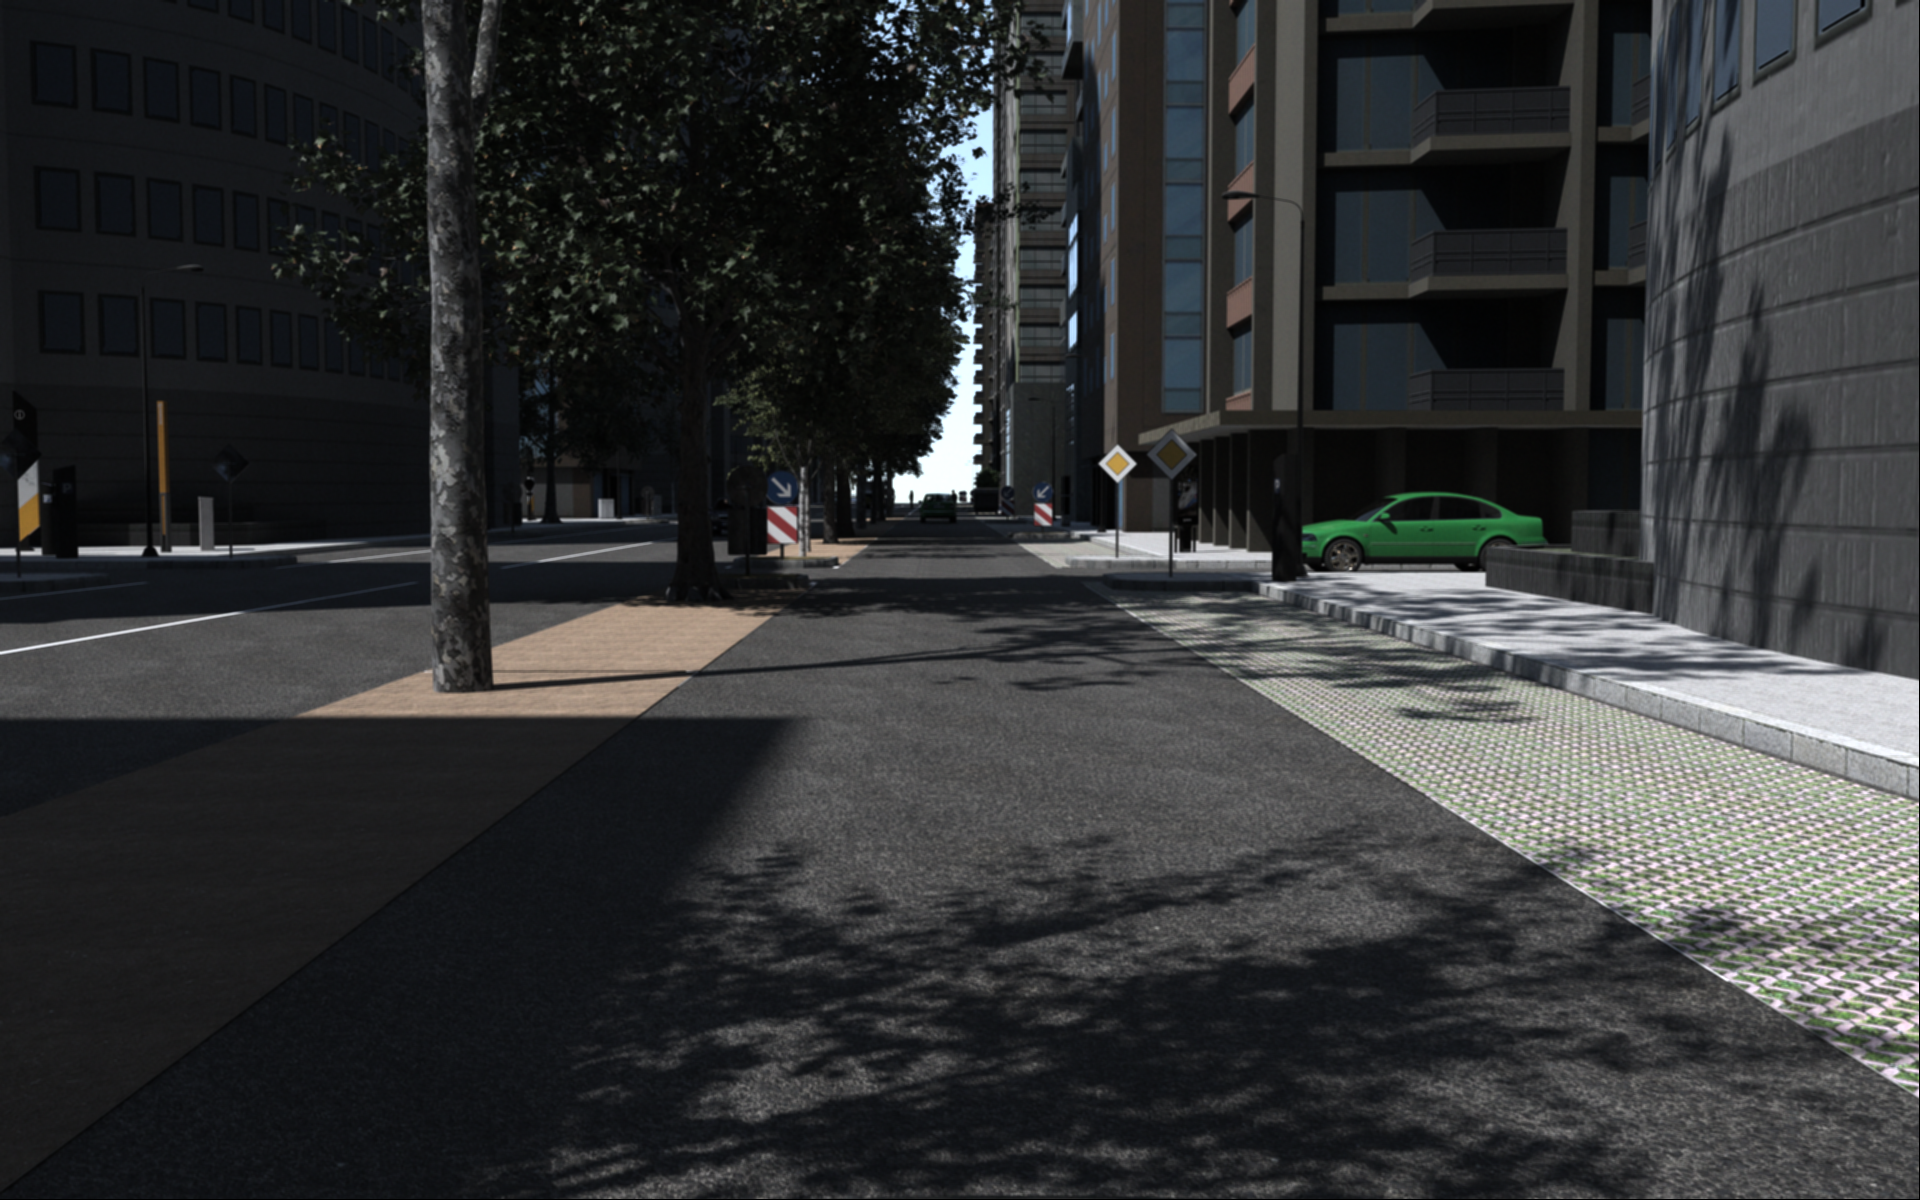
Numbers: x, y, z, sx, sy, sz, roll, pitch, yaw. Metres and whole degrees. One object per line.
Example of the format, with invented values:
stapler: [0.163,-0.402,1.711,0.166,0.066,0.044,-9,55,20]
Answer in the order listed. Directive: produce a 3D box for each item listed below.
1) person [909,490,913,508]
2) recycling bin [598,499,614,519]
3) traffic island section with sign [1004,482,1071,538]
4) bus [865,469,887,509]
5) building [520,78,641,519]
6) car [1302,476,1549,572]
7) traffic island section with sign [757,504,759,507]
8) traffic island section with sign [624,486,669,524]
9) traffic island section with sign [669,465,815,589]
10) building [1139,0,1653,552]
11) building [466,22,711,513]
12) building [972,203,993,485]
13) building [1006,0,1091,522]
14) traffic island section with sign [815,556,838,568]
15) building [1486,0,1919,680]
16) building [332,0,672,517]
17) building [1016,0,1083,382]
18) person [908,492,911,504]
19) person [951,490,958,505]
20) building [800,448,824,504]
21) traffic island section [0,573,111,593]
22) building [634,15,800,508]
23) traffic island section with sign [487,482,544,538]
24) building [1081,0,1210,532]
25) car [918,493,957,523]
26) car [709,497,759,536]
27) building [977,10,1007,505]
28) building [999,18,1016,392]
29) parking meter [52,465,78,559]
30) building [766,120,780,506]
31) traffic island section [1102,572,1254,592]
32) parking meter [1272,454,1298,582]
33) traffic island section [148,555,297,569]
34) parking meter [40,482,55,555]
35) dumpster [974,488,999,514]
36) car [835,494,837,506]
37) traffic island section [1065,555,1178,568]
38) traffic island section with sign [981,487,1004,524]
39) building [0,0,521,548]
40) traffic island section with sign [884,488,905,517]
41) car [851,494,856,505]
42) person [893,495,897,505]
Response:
person: [-4.873,-10.099,173.637,0.705,1.822,1.348,-1,4,-16]
recycling bin: [-18.213,-4.687,89.180,0.722,1.027,0.722,-1,4,-20]
traffic island section with sign: [2.561,-2.939,56.677,1.989,1.847,2.006,0,4,-1]
bus: [-8.492,-11.052,172.243,2.896,3.916,12.252,0,3,0]
building: [-26.004,-27.270,95.978,14.600,45.320,14.200,0,4,-1]
car: [8.077,-1.366,31.125,4.718,1.807,1.959,0,4,-1]
traffic island section with sign: [-15.899,-7.688,134.329,1.989,1.847,2.006,0,4,-1]
traffic island section with sign: [-15.240,-4.635,84.416,1.989,1.847,2.006,0,4,-1]
traffic island section with sign: [-3.381,-1.151,26.957,2.006,1.907,1.989,0,4,-1]
building: [19.630,-23.893,45.283,28.867,44.769,22.147,0,4,-1]
building: [-28.866,-37.229,150.686,21.231,58.520,28.212,0,4,-1]
building: [13.013,-36.694,254.568,22.147,44.769,28.867,0,4,-1]
building: [14.295,-47.708,92.690,22.319,86.520,31.000,0,4,-1]
traffic island section with sign: [-3.471,-1.604,34.364,2.006,1.907,1.989,0,4,-1]
building: [17.079,-28.711,11.422,21.231,58.520,28.212,0,4,-1]
building: [-28.627,-35.506,122.527,21.231,58.520,28.212,0,4,-1]
building: [10.836,-26.740,120.785,14.154,41.232,14.086,0,4,-1]
person: [-7.135,-14.886,251.960,0.705,1.814,1.350,-3,4,-36]
person: [-0.627,-7.669,134.411,0.750,1.759,0.617,-2,4,-33]
building: [-26.913,-35.018,256.135,14.154,41.232,14.086,0,4,-1]
traffic island section: [-14.459,-0.263,26.576,2.009,0.180,2.903,0,4,-1]
building: [-30.831,-40.621,206.157,21.231,58.520,28.212,0,4,-1]
traffic island section with sign: [-14.873,-2.976,57.284,1.989,1.847,2.006,0,4,-1]
building: [12.009,-25.276,63.371,14.600,45.320,14.200,0,4,-1]
car: [-1.114,-4.780,86.942,1.959,1.807,4.718,0,4,-2]
car: [-7.815,-2.910,60.162,1.945,1.354,3.894,0,4,-2]
building: [12.653,-48.368,229.062,20.563,71.187,20.611,0,4,-1]
building: [18.501,-35.624,171.690,28.713,52.752,27.495,0,4,-1]
parking meter: [-17.837,-1.761,34.506,0.255,1.863,0.399,3,5,44]
building: [-25.680,-29.894,172.367,14.154,41.232,14.086,0,4,-1]
traffic island section: [3.281,-0.277,26.807,2.009,0.180,2.903,0,4,-1]
parking meter: [4.769,-1.207,25.442,0.255,1.863,0.399,-1,4,-11]
traffic island section: [-14.566,-0.751,34.560,2.009,0.180,2.903,0,4,-1]
parking meter: [-19.093,-1.710,36.370,0.372,1.533,0.369,0,3,0]
dumpster: [1.879,-7.058,123.621,1.865,1.857,1.264,0,4,-1]
car: [-13.205,-10.368,181.321,2.131,1.459,4.920,0,4,1]
traffic island section: [3.174,-0.765,34.792,2.009,0.180,2.903,0,4,-1]
traffic island section with sign: [2.181,-4.621,84.174,1.989,1.847,2.006,0,4,-1]
building: [-27.645,-31.224,52.504,21.231,58.520,28.212,0,4,-1]
traffic island section with sign: [-4.483,-6.199,109.496,2.006,1.907,1.989,0,4,-1]
car: [-12.415,-11.573,201.218,2.014,1.417,4.499,0,4,-2]
person: [-8.911,-13.796,234.748,0.721,1.739,1.217,-2,4,-28]
